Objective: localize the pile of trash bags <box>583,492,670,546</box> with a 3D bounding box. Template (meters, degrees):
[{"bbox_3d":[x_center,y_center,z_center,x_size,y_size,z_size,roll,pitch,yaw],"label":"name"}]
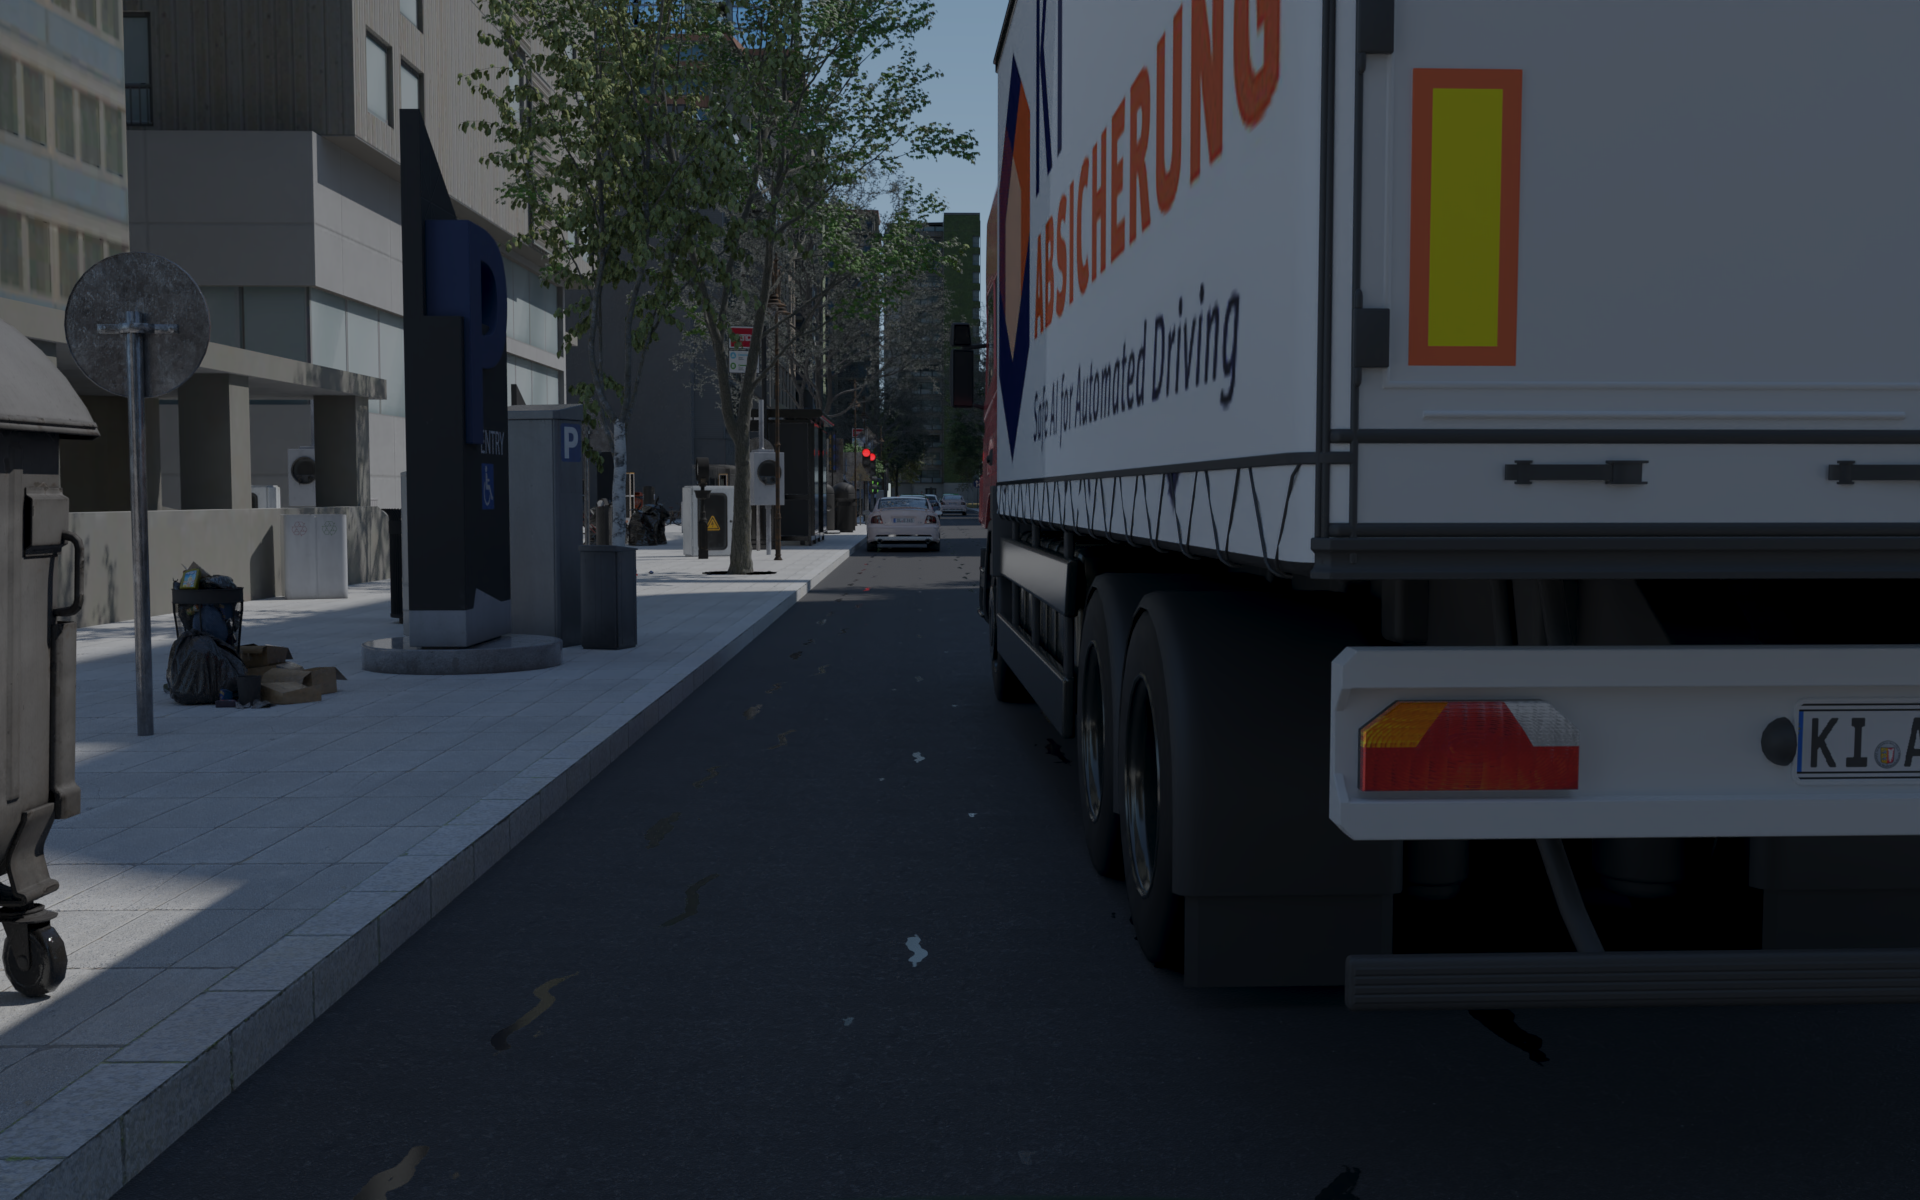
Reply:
[{"bbox_3d":[-7.786,-2.066,43.528,3.447,1.369,1.912,1,4,20],"label":"pile of trash bags"}]

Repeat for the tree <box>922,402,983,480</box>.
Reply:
[{"bbox_3d":[1.735,-14.816,160.370,7.486,12.596,7.792,0,3,0],"label":"tree"}]

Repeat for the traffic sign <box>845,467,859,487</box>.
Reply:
[{"bbox_3d":[-5.081,-5.035,82.421,0.768,2.556,0.104,0,4,6],"label":"traffic sign"}]

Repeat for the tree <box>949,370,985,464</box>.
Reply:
[{"bbox_3d":[2.716,-10.748,110.140,7.601,10.594,8.767,0,4,5],"label":"tree"}]

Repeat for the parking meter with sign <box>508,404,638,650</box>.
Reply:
[{"bbox_3d":[-3.567,-1.120,14.571,1.738,3.016,0.543,1,4,18],"label":"parking meter with sign"}]

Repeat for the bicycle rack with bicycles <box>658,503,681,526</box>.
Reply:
[{"bbox_3d":[-11.378,-3.496,70.536,2.925,0.926,2.852,1,4,21],"label":"bicycle rack with bicycles"}]

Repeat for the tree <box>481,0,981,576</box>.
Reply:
[{"bbox_3d":[-3.541,-6.203,27.169,9.928,11.665,9.643,0,3,0],"label":"tree"}]

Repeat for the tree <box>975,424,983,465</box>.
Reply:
[{"bbox_3d":[3.079,-11.433,137.292,4.737,8.622,4.395,0,3,0],"label":"tree"}]

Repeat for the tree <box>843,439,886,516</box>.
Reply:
[{"bbox_3d":[-6.029,-7.209,101.581,4.285,4.588,4.351,0,3,0],"label":"tree"}]

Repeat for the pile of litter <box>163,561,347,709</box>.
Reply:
[{"bbox_3d":[-4.562,0.174,11.127,1.176,0.858,1.719,-1,4,-10],"label":"pile of litter"}]

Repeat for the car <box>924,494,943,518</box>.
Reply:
[{"bbox_3d":[-2.029,-5.591,103.416,2.014,1.417,4.499,0,4,0],"label":"car"}]

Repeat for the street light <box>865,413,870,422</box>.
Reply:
[{"bbox_3d":[-4.442,-6.588,80.493,0.468,5.910,1.993,0,4,-1],"label":"street light"}]

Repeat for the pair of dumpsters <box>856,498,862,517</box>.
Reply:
[{"bbox_3d":[-6.196,-5.696,95.627,1.574,2.255,4.437,0,4,-1],"label":"pair of dumpsters"}]

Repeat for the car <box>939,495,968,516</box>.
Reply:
[{"bbox_3d":[-0.494,-6.399,116.988,2.083,1.381,4.827,0,4,-1],"label":"car"}]

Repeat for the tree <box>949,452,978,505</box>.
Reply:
[{"bbox_3d":[0.880,-16.213,215.441,4.360,8.622,3.978,0,3,0],"label":"tree"}]

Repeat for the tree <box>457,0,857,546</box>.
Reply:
[{"bbox_3d":[-3.443,-4.148,18.186,4.737,8.622,4.395,0,3,0],"label":"tree"}]

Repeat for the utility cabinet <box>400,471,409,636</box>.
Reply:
[{"bbox_3d":[-4.443,-0.430,15.718,1.173,1.500,0.318,-3,5,-40],"label":"utility cabinet"}]

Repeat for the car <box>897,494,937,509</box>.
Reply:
[{"bbox_3d":[-1.922,-3.651,69.484,2.009,1.686,4.222,0,4,-2],"label":"car"}]

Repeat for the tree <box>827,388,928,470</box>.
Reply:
[{"bbox_3d":[-6.881,-12.950,146.143,8.767,10.594,7.601,-1,4,-14],"label":"tree"}]

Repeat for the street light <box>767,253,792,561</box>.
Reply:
[{"bbox_3d":[-3.520,-3.703,33.340,0.468,5.910,1.993,0,4,-1],"label":"street light"}]

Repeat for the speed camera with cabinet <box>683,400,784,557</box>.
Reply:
[{"bbox_3d":[-4.693,-2.543,35.913,2.038,3.252,0.660,-2,4,-27],"label":"speed camera with cabinet"}]

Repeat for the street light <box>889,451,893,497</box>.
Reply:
[{"bbox_3d":[-6.080,-10.995,152.563,0.468,5.910,1.993,0,4,-1],"label":"street light"}]

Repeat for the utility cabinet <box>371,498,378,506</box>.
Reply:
[{"bbox_3d":[-11.891,-1.410,34.213,0.306,1.237,1.020,1,4,14],"label":"utility cabinet"}]

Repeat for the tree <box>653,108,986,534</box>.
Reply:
[{"bbox_3d":[-4.585,-8.871,55.407,12.009,13.543,11.850,0,3,0],"label":"tree"}]

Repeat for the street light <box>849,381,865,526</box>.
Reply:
[{"bbox_3d":[-4.195,-5.908,69.378,0.468,5.910,1.993,0,4,-1],"label":"street light"}]

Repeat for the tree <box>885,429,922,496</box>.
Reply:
[{"bbox_3d":[-7.640,-18.270,216.834,7.486,12.596,7.792,0,3,0],"label":"tree"}]

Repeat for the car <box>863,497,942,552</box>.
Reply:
[{"bbox_3d":[-1.475,-1.973,44.624,2.083,1.381,4.827,0,4,-3],"label":"car"}]

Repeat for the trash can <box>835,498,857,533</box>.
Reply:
[{"bbox_3d":[-3.796,-2.826,57.851,0.748,1.137,0.748,0,3,0],"label":"trash can"}]

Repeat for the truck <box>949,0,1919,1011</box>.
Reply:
[{"bbox_3d":[1.549,-1.203,8.590,2.839,4.237,11.283,0,4,-3],"label":"truck"}]

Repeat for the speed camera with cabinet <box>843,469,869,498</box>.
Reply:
[{"bbox_3d":[-5.802,-5.973,91.995,2.038,3.252,0.660,2,4,32],"label":"speed camera with cabinet"}]

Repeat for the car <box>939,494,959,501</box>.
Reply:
[{"bbox_3d":[-0.715,-7.944,138.683,1.959,1.807,4.718,0,4,0],"label":"car"}]

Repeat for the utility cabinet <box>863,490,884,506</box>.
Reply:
[{"bbox_3d":[-4.941,-5.498,98.565,1.173,1.500,0.318,1,4,10],"label":"utility cabinet"}]

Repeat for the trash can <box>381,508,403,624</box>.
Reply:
[{"bbox_3d":[-5.372,-0.344,17.279,0.748,1.137,0.748,0,3,0],"label":"trash can"}]

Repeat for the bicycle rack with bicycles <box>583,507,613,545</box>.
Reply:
[{"bbox_3d":[-9.771,-1.676,40.790,2.925,0.926,2.852,2,4,27],"label":"bicycle rack with bicycles"}]

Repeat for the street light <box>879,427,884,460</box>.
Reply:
[{"bbox_3d":[-5.310,-8.791,116.527,0.468,5.910,1.993,0,4,-1],"label":"street light"}]

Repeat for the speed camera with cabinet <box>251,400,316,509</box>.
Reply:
[{"bbox_3d":[-13.289,-2.404,33.639,2.038,3.252,0.660,0,4,2],"label":"speed camera with cabinet"}]
